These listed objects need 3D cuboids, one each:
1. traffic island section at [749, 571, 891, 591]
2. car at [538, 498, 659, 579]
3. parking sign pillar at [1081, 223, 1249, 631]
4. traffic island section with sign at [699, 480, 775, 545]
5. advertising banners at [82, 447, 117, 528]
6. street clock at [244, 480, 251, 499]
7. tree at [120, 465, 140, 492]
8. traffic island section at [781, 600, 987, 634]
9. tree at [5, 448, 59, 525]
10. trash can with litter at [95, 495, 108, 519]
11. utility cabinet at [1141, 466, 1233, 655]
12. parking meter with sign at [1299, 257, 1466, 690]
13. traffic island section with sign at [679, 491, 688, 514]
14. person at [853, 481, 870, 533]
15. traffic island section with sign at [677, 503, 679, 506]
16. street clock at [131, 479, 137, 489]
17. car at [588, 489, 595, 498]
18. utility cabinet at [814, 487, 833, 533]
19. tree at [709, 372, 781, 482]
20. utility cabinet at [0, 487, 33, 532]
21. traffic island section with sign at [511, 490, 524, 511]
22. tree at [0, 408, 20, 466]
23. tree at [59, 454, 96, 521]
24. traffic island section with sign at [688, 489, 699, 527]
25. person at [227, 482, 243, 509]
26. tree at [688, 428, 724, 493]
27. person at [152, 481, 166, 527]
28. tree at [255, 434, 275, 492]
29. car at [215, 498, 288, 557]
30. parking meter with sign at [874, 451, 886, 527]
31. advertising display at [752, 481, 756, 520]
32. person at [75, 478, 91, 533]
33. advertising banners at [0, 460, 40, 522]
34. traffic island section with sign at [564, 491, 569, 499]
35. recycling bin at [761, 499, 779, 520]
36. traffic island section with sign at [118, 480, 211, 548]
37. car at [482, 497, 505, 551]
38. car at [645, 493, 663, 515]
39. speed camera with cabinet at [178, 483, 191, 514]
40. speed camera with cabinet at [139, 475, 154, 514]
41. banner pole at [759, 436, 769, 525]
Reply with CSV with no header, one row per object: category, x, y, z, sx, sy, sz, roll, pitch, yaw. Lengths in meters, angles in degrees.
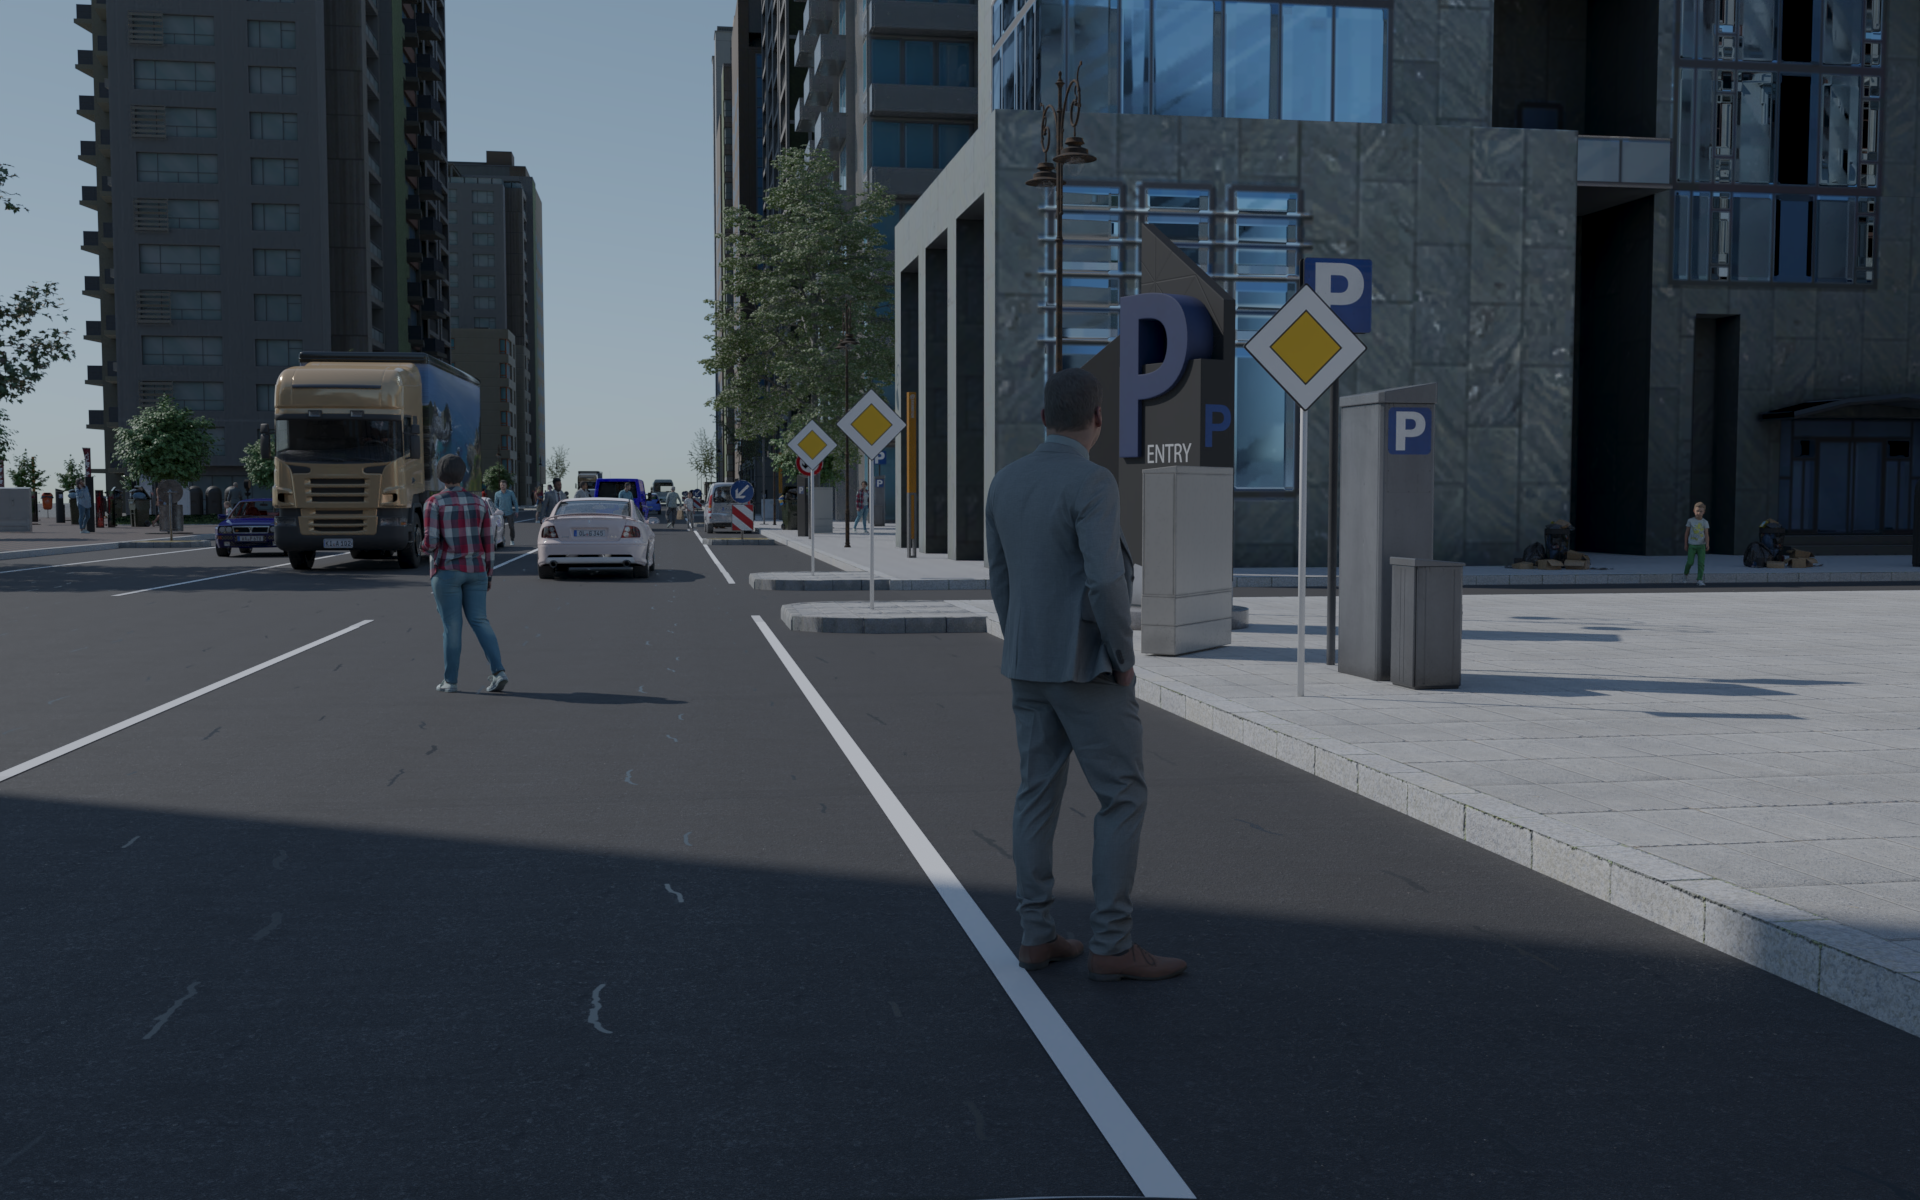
traffic island section,-2.259,-0.296,27.126,2.009,0.180,2.903,-1,4,-10
car,-6.413,-1.126,30.779,2.083,1.381,4.827,0,4,-8
parking sign pillar,2.081,-1.729,16.741,1.447,3.967,1.447,-2,4,-31
traffic island section with sign,-6.355,-2.497,49.449,1.989,1.847,2.006,-1,4,-10
advertising banners,-32.706,-4.259,65.829,0.090,3.025,2.074,0,4,6
street clock,-35.667,-5.025,86.734,0.358,2.002,0.471,0,4,-6
tree,-45.386,-6.166,95.421,1.663,3.219,1.824,0,3,0
traffic island section,-0.934,0.185,19.251,2.009,0.180,2.903,-1,4,-10
tree,-38.926,-4.761,72.440,1.663,3.219,1.824,0,3,0
trash can with litter,-45.084,-4.920,91.501,1.678,1.210,2.233,-1,4,-23
utility cabinet,1.851,-0.333,14.118,0.318,1.500,1.173,2,4,31
parking meter with sign,2.966,-0.969,12.105,0.543,3.016,1.738,-1,4,-13
traffic island section with sign,-19.180,-7.163,125.748,1.989,1.847,2.006,-1,4,-10
person,-3.249,-3.111,57.754,0.563,1.720,0.643,-3,5,-41
traffic island section with sign,-23.660,-8.789,152.329,1.989,1.847,2.006,-1,4,-10
street clock,-40.557,-4.926,85.114,0.358,2.002,0.471,-1,4,-21
car,-28.199,-7.603,132.986,2.281,1.827,5.304,-1,4,-9
utility cabinet,-4.668,-2.896,56.028,1.173,1.500,0.318,-3,5,-44
tree,-13.044,-9.477,105.316,4.360,8.622,3.978,0,3,0
utility cabinet,-31.642,-3.002,57.756,1.173,1.500,0.318,-1,4,-13
traffic island section with sign,-38.770,-8.635,149.807,1.989,1.847,2.006,-1,4,-10
tree,-28.675,-4.029,49.580,4.285,4.588,4.351,0,3,0
tree,-42.496,-5.396,82.829,1.663,3.219,1.824,0,3,0
traffic island section with sign,-10.826,-4.123,76.033,1.989,1.847,2.006,-1,4,-10
person,-32.630,-4.389,77.979,0.661,1.801,0.590,-1,4,-23
tree,-27.677,-14.628,189.523,4.737,8.622,4.395,0,3,0
person,-30.866,-3.712,66.836,0.778,1.811,0.616,0,4,4
tree,-36.598,-6.633,92.170,4.285,4.588,4.351,0,3,0
car,-16.438,-1.741,41.052,1.945,1.354,3.894,-1,4,-11
parking meter with sign,-3.226,-4.457,69.136,0.543,3.016,1.738,0,4,-1
advertising display,-10.153,-4.903,85.372,0.123,1.923,0.974,0,4,-3
person,-28.612,-3.070,56.500,0.793,1.790,0.793,-1,4,-22
advertising banners,-43.483,-5.113,79.784,2.074,3.025,0.090,0,4,-2
traffic island section with sign,-52.451,-13.608,231.125,1.989,1.847,2.006,-1,4,-10
recycling bin,-9.589,-4.589,87.584,0.722,1.027,0.722,1,4,14
traffic island section with sign,-21.463,-2.340,46.892,1.989,1.847,2.006,-1,4,-10
car,-12.941,-2.008,45.193,2.083,1.381,4.827,-1,4,-11
car,-21.986,-6.902,122.431,1.945,1.707,3.694,-1,4,-9
speed camera with cabinet,-38.288,-5.570,85.410,0.660,3.252,2.038,-2,4,-24
speed camera with cabinet,-41.088,-5.693,87.419,0.660,3.252,2.038,-1,4,-21
banner pole,-8.274,-5.073,72.959,0.401,3.779,0.863,-1,4,-9
